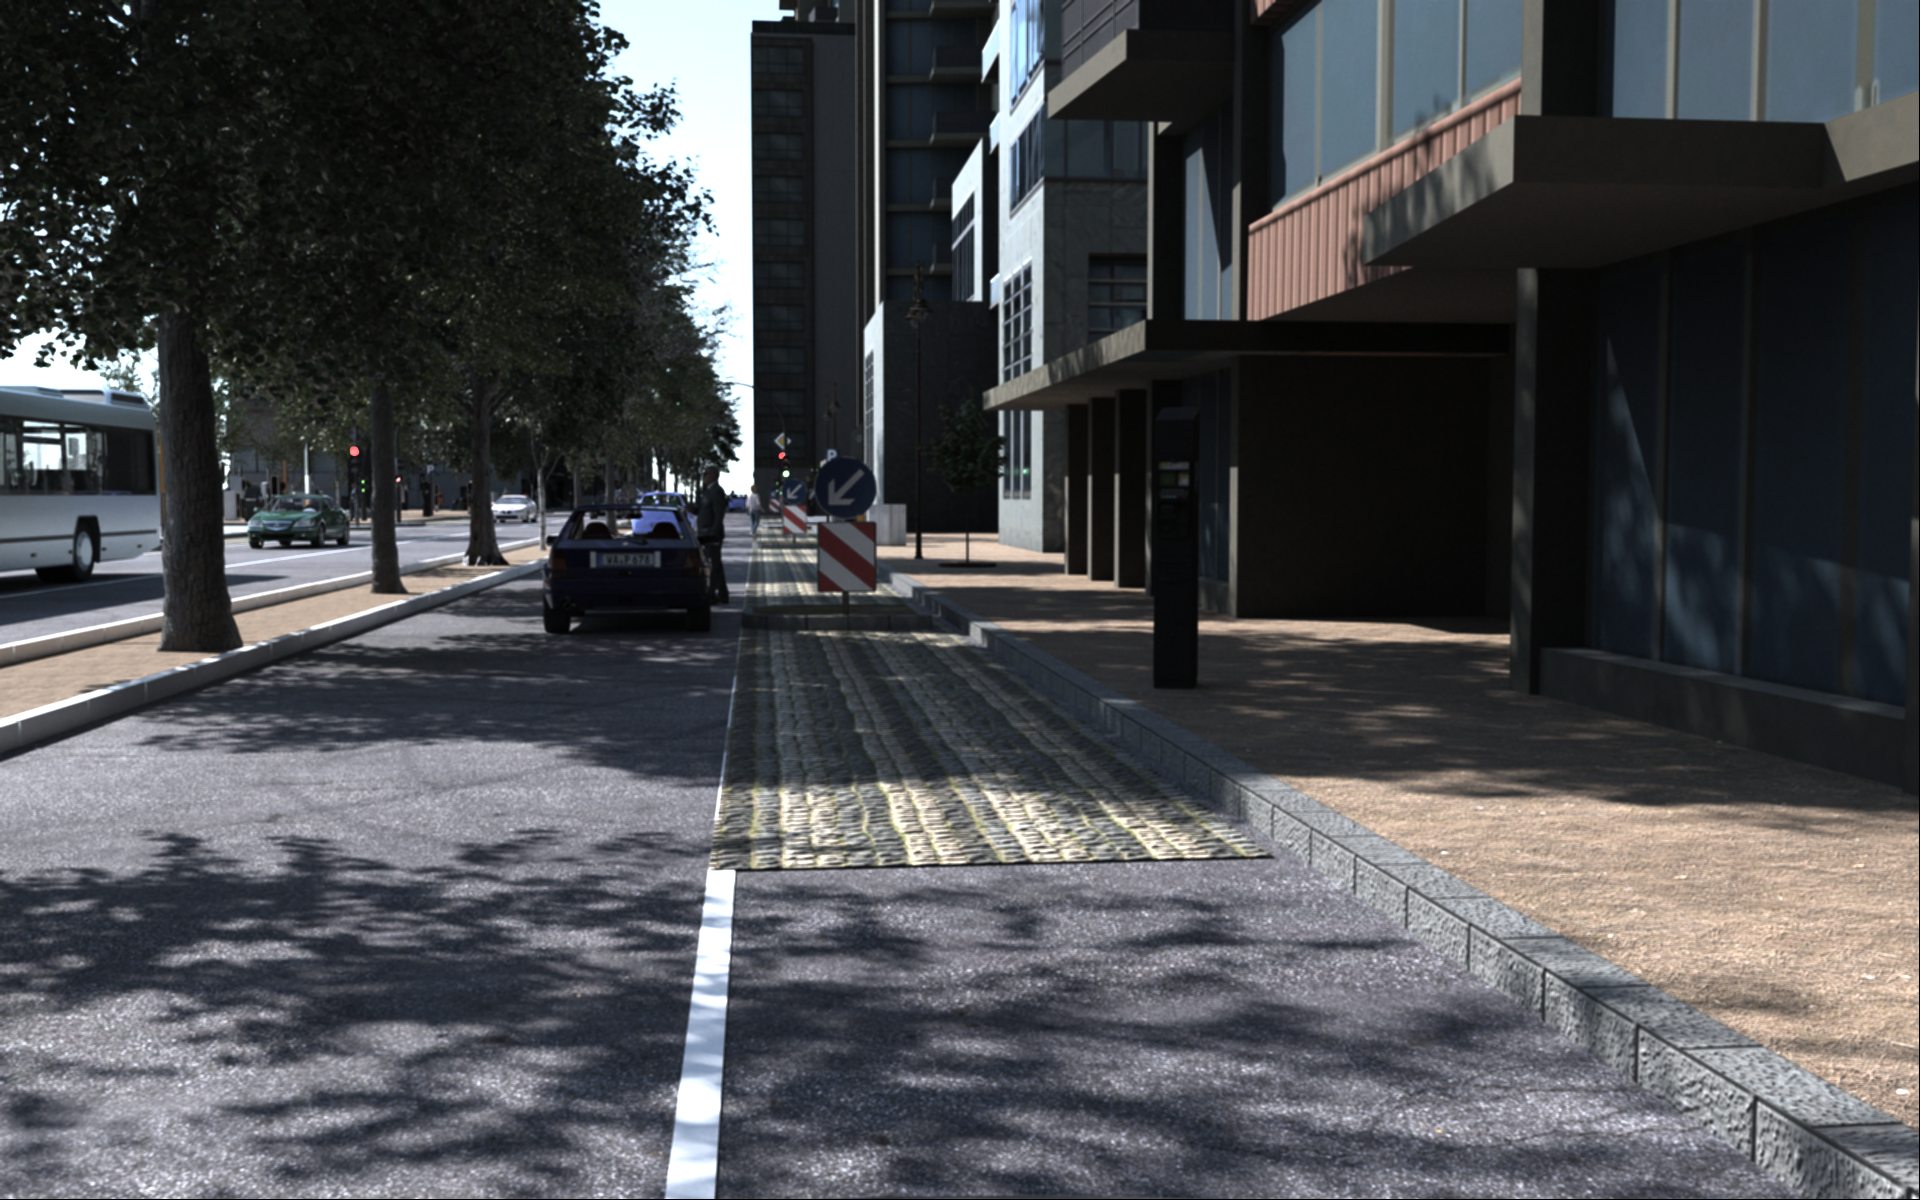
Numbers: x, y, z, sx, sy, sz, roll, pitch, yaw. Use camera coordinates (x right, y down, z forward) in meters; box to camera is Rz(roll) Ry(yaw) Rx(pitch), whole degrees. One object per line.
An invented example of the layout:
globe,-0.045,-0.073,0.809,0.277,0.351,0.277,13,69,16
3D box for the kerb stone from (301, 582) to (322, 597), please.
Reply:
kerb stone,-9.193,-0.131,24.332,0.120,0.150,1.000,0,4,-7

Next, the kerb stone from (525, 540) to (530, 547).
kerb stone,-11.799,-1.500,46.717,0.120,0.150,1.000,0,4,-7

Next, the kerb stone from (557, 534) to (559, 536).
kerb stone,-12.749,-1.994,54.858,0.120,0.150,1.000,0,4,-7

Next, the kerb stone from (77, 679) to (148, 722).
kerb stone,-5.574,0.664,11.338,0.120,0.150,1.000,0,4,-7

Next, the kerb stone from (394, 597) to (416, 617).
kerb stone,-6.631,0.104,20.493,0.120,0.150,1.000,0,4,-7

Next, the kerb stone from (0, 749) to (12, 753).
kerb stone,-5.333,0.792,9.308,0.120,0.150,1.000,0,4,-7

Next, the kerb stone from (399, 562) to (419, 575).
kerb stone,-10.024,-0.566,31.449,0.120,0.150,1.000,0,4,-7

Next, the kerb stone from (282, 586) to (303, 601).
kerb stone,-9.074,-0.066,23.317,0.120,0.150,1.000,0,4,-7

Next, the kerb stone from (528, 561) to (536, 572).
kerb stone,-7.931,-0.577,31.681,0.120,0.150,1.000,0,4,-7

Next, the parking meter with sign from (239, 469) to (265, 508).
parking meter with sign,-50.147,-7.744,122.883,1.738,3.016,0.543,-2,4,-27

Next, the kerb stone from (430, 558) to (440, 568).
kerb stone,-10.259,-0.691,33.496,0.120,0.150,1.000,0,4,-7

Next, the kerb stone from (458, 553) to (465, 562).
kerb stone,-10.616,-0.877,36.542,0.120,0.150,1.000,0,4,-7

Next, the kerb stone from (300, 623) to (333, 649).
kerb stone,-6.159,0.353,16.419,0.120,0.150,1.000,0,4,-7

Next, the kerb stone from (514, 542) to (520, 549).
kerb stone,-11.560,-1.375,44.680,0.120,0.150,1.000,0,4,-7

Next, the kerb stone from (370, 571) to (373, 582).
kerb stone,-9.664,-0.380,28.402,0.120,0.150,1.000,0,4,-7

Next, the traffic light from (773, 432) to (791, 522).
traffic light,-8.075,-5.498,78.820,0.839,4.253,0.868,0,4,-7

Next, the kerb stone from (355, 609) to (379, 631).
kerb stone,-6.392,0.231,18.451,0.120,0.150,1.000,0,4,-7

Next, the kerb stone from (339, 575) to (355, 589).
kerb stone,-9.423,-0.252,26.364,0.120,0.150,1.000,0,4,-7

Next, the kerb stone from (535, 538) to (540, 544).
kerb stone,-12.030,-1.623,48.749,0.120,0.150,1.000,0,4,-7

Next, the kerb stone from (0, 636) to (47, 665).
kerb stone,-8.125,0.430,15.166,0.120,0.150,1.000,0,4,-7

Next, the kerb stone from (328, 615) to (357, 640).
kerb stone,-6.271,0.291,17.436,0.120,0.150,1.000,0,4,-7

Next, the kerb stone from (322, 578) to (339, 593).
kerb stone,-9.310,-0.189,25.348,0.120,0.150,1.000,0,4,-7

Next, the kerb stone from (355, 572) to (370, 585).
kerb stone,-9.547,-0.312,27.379,0.120,0.150,1.000,0,4,-7

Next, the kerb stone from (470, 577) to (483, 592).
kerb stone,-7.228,-0.203,25.580,0.120,0.150,1.000,0,4,-7

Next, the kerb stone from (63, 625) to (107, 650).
kerb stone,-8.246,0.368,16.181,0.120,0.150,1.000,0,4,-7

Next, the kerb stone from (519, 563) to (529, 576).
kerb stone,-7.810,-0.518,30.666,0.120,0.150,1.000,0,4,-7

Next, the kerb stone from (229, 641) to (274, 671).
kerb stone,-5.927,0.478,14.388,0.120,0.150,1.000,0,4,-7

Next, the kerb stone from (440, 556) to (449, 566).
kerb stone,-10.384,-0.747,34.511,0.120,0.150,1.000,0,4,-7

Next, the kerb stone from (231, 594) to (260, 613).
kerb stone,-8.836,0.059,21.270,0.120,0.150,1.000,0,4,-7

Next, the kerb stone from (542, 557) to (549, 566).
kerb stone,-8.166,-0.705,33.718,0.120,0.150,1.000,0,4,-7

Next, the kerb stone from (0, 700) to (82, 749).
kerb stone,-5.449,0.726,10.324,0.120,0.150,1.000,0,4,-7

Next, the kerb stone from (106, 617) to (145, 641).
kerb stone,-8.363,0.307,17.197,0.120,0.150,1.000,0,4,-7

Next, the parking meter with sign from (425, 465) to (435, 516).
parking meter with sign,-31.702,-6.554,103.426,0.543,3.016,1.738,-2,4,-23

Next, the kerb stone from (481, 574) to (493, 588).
kerb stone,-7.347,-0.269,26.595,0.120,0.150,1.000,0,4,-7

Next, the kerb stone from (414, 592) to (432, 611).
kerb stone,-6.749,0.042,21.508,0.120,0.150,1.000,0,4,-7

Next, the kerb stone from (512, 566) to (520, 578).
kerb stone,-7.698,-0.456,29.643,0.120,0.150,1.000,0,4,-7

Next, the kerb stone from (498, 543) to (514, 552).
kerb stone,-11.444,-1.313,43.664,0.120,0.150,1.000,0,4,-7

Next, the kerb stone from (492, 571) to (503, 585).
kerb stone,-7.459,-0.331,27.613,0.120,0.150,1.000,0,4,-7

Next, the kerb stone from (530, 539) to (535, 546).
kerb stone,-11.915,-1.551,47.734,0.120,0.150,1.000,0,4,-7

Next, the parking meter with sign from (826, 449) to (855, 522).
parking meter with sign,-4.557,-4.364,67.618,0.543,3.016,1.738,2,4,26

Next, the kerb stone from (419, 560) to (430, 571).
kerb stone,-10.145,-0.629,32.476,0.120,0.150,1.000,0,4,-7

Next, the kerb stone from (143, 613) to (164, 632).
kerb stone,-8.481,0.244,18.212,0.120,0.150,1.000,0,4,-7

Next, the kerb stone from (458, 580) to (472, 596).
kerb stone,-7.103,-0.145,24.565,0.120,0.150,1.000,0,4,-7

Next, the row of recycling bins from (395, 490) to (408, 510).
row of recycling bins,-45.412,-7.933,136.813,3.534,1.692,1.069,-3,5,-40

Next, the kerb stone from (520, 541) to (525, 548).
kerb stone,-11.682,-1.437,45.695,0.120,0.150,1.000,0,4,-7

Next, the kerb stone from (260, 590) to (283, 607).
kerb stone,-8.953,-0.006,22.290,0.120,0.150,1.000,0,4,-7

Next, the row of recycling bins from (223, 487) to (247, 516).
row of recycling bins,-42.421,-5.653,99.533,3.534,1.692,1.069,-1,4,-23

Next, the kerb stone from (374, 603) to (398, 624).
kerb stone,-6.517,0.166,19.475,0.120,0.150,1.000,0,4,-7

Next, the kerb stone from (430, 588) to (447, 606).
kerb stone,-6.863,-0.019,22.533,0.120,0.150,1.000,0,4,-7

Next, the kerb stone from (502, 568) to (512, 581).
kerb stone,-7.577,-0.391,28.628,0.120,0.150,1.000,0,4,-7

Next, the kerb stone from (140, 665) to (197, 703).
kerb stone,-5.689,0.606,12.358,0.120,0.150,1.000,0,4,-7

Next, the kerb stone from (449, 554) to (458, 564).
kerb stone,-10.500,-0.815,35.526,0.120,0.150,1.000,0,4,-7

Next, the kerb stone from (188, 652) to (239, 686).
kerb stone,-5.802,0.544,13.374,0.120,0.150,1.000,0,4,-7

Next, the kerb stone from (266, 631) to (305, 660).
kerb stone,-6.044,0.415,15.404,0.120,0.150,1.000,0,4,-7

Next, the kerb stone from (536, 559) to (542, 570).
kerb stone,-8.057,-0.643,32.701,0.120,0.150,1.000,0,4,-7

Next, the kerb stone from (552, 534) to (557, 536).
kerb stone,-12.502,-1.874,52.828,0.120,0.150,1.000,0,4,-7

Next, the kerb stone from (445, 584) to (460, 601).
kerb stone,-6.982,-0.078,23.548,0.120,0.150,1.000,0,4,-7
